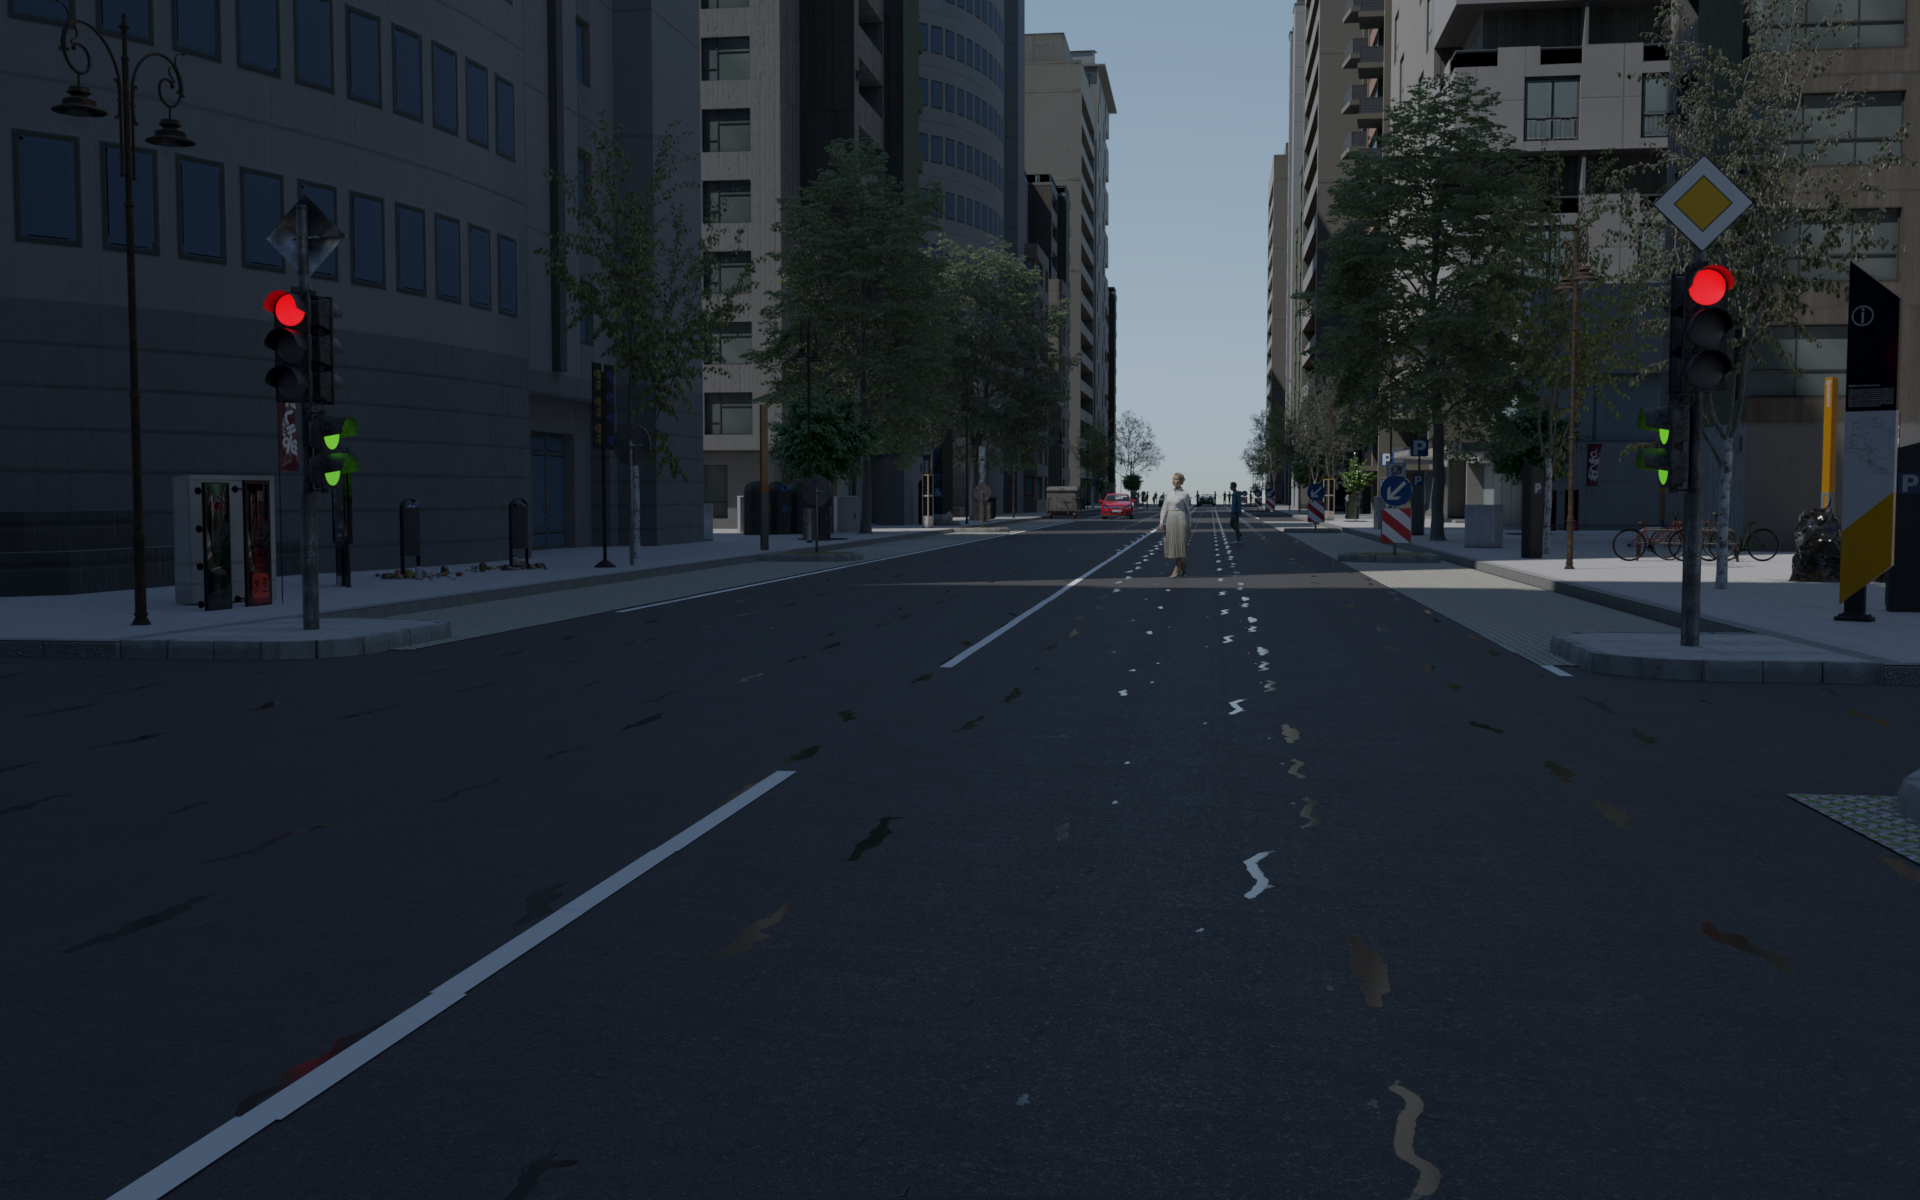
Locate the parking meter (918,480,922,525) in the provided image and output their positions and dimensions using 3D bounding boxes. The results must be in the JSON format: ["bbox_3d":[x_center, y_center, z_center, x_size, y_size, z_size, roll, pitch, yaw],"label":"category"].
[{"bbox_3d":[-1.593,-4.094,72.646,0.255,1.863,0.399,-1,4,-15],"label":"parking meter"}]

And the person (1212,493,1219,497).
[{"bbox_3d":[36.219,-14.474,245.824,1.217,1.739,0.721,1,4,20],"label":"person"}]

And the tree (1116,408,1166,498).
[{"bbox_3d":[24.493,-20.692,248.689,12.009,13.543,11.850,0,3,0],"label":"tree"}]

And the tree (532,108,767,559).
[{"bbox_3d":[-6.162,-5.117,34.022,4.737,8.622,4.395,0,3,0],"label":"tree"}]

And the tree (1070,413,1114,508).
[{"bbox_3d":[12.031,-12.607,156.493,4.360,8.622,3.978,0,3,0],"label":"tree"}]

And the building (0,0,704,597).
[{"bbox_3d":[-19.262,-29.998,32.463,21.231,58.520,28.212,1,4,8],"label":"building"}]

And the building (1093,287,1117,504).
[{"bbox_3d":[13.645,-28.216,233.033,14.160,30.474,14.107,1,4,8],"label":"building"}]

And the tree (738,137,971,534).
[{"bbox_3d":[-3.295,-8.442,56.154,7.486,12.596,7.792,0,3,0],"label":"tree"}]

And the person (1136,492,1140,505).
[{"bbox_3d":[22.554,-12.832,218.976,0.621,1.740,0.551,-1,4,-23],"label":"person"}]

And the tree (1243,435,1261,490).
[{"bbox_3d":[35.321,-15.339,201.149,4.360,8.622,3.978,0,3,0],"label":"tree"}]

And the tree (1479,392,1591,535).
[{"bbox_3d":[18.198,-4.361,55.008,4.285,4.588,4.351,0,3,0],"label":"tree"}]

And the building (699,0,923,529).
[{"bbox_3d":[-9.530,-18.179,68.927,14.160,30.474,14.107,1,4,8],"label":"building"}]

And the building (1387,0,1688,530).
[{"bbox_3d":[33.035,-29.524,71.953,28.713,52.752,27.495,1,4,8],"label":"building"}]

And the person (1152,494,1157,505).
[{"bbox_3d":[25.631,-13.221,227.901,0.697,1.427,0.421,1,4,16],"label":"person"}]

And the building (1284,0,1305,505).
[{"bbox_3d":[49.876,-40.709,207.598,21.231,58.520,28.212,1,4,8],"label":"building"}]

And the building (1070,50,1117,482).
[{"bbox_3d":[4.162,-38.135,212.741,28.713,52.752,27.495,1,4,8],"label":"building"}]

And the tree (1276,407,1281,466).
[{"bbox_3d":[20.884,-9.238,101.408,4.360,8.622,3.978,0,3,0],"label":"tree"}]

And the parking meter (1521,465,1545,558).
[{"bbox_3d":[11.451,-1.768,34.614,0.399,1.863,0.255,-2,4,-29],"label":"parking meter"}]

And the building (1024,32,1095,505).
[{"bbox_3d":[3.202,-34.507,187.890,21.300,48.544,21.600,1,4,8],"label":"building"}]

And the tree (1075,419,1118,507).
[{"bbox_3d":[12.931,-13.277,167.436,4.737,8.622,4.395,0,3,0],"label":"tree"}]

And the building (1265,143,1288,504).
[{"bbox_3d":[52.544,-37.303,233.599,21.300,48.544,21.600,1,4,8],"label":"building"}]

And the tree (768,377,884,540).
[{"bbox_3d":[-3.850,-3.977,48.736,4.285,4.588,4.351,0,3,0],"label":"tree"}]

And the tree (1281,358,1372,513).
[{"bbox_3d":[20.086,-8.730,93.097,4.360,8.622,3.978,0,3,0],"label":"tree"}]

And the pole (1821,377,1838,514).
[{"bbox_3d":[15.233,-2.234,30.362,0.158,3.312,0.155,0,3,0],"label":"pole"}]

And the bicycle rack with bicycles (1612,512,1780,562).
[{"bbox_3d":[14.258,-1.232,33.533,2.925,0.926,2.852,2,4,24],"label":"bicycle rack with bicycles"}]

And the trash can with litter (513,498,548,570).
[{"bbox_3d":[-7.809,-1.124,29.434,1.678,1.210,2.233,1,4,18],"label":"trash can with litter"}]

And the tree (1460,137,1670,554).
[{"bbox_3d":[12.757,-5.279,36.666,4.737,8.622,4.395,0,3,0],"label":"tree"}]

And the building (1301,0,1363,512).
[{"bbox_3d":[38.017,-31.247,134.593,21.300,48.544,21.600,1,4,8],"label":"building"}]

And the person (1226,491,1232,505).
[{"bbox_3d":[36.889,-13.985,237.245,0.705,1.812,1.348,-2,4,-34],"label":"person"}]

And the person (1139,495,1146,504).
[{"bbox_3d":[23.961,-13.323,226.428,1.348,1.812,0.705,2,4,35],"label":"person"}]

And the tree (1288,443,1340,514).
[{"bbox_3d":[22.713,-7.790,111.074,4.285,4.588,4.351,0,3,0],"label":"tree"}]

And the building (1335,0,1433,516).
[{"bbox_3d":[35.754,-27.813,109.359,22.147,44.769,28.867,1,4,8],"label":"building"}]

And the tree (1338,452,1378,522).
[{"bbox_3d":[18.230,-5.234,80.173,1.663,3.219,1.824,0,3,0],"label":"tree"}]

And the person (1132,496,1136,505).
[{"bbox_3d":[20.474,-11.905,203.818,0.551,1.740,0.621,-3,4,-38],"label":"person"}]

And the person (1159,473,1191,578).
[{"bbox_3d":[3.738,-1.282,29.690,0.478,1.798,0.641,3,5,42],"label":"person"}]

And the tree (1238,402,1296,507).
[{"bbox_3d":[31.865,-14.668,174.241,8.767,10.594,7.601,3,4,39],"label":"tree"}]

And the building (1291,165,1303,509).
[{"bbox_3d":[36.874,-23.340,153.314,14.160,30.474,14.107,1,4,8],"label":"building"}]

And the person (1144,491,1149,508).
[{"bbox_3d":[19.153,-10.315,177.979,0.721,1.723,1.217,2,4,23],"label":"person"}]

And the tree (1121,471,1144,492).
[{"bbox_3d":[23.700,-15.547,237.912,4.285,4.588,4.351,0,3,0],"label":"tree"}]

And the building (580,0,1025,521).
[{"bbox_3d":[-7.957,-34.507,106.194,21.231,58.520,28.212,1,4,8],"label":"building"}]

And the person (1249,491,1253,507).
[{"bbox_3d":[32.023,-11.133,190.528,0.705,1.824,1.348,0,4,-1],"label":"person"}]

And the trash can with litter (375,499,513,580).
[{"bbox_3d":[-8.226,-0.964,26.814,1.678,1.210,2.233,1,4,10],"label":"trash can with litter"}]

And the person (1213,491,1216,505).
[{"bbox_3d":[32.934,-13.174,223.862,0.705,1.831,1.348,0,4,0],"label":"person"}]

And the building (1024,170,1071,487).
[{"bbox_3d":[2.383,-23.534,156.484,14.160,30.474,14.107,1,4,8],"label":"building"}]

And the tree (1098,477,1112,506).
[{"bbox_3d":[15.728,-12.011,190.988,1.663,3.219,1.824,0,3,0],"label":"tree"}]

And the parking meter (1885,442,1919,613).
[{"bbox_3d":[10.288,-0.804,18.851,0.399,1.863,0.255,1,4,20],"label":"parking meter"}]

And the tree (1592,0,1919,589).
[{"bbox_3d":[10.457,-4.464,23.351,4.360,8.622,3.978,0,3,0],"label":"tree"}]

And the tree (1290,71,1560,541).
[{"bbox_3d":[12.819,-7.911,47.466,7.486,12.596,7.792,0,3,0],"label":"tree"}]

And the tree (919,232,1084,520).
[{"bbox_3d":[0.859,-10.902,84.903,9.857,13.997,8.962,0,3,0],"label":"tree"}]

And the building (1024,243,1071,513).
[{"bbox_3d":[-6.286,-17.788,135.880,27.650,21.520,28.899,1,4,8],"label":"building"}]

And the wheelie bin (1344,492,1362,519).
[{"bbox_3d":[20.105,-4.931,88.526,0.693,1.594,0.980,3,5,40],"label":"wheelie bin"}]

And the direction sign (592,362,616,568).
[{"bbox_3d":[-6.208,-2.336,30.192,0.379,3.537,0.876,1,4,11],"label":"direction sign"}]

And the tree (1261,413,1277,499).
[{"bbox_3d":[23.228,-10.342,119.459,4.360,8.622,3.978,0,3,0],"label":"tree"}]

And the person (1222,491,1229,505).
[{"bbox_3d":[34.056,-13.114,222.924,1.348,1.822,0.705,3,4,37],"label":"person"}]

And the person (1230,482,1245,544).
[{"bbox_3d":[7.997,-2.517,49.992,0.444,1.785,0.601,1,4,9],"label":"person"}]

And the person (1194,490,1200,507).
[{"bbox_3d":[25.884,-11.037,188.939,0.705,1.826,1.348,2,4,35],"label":"person"}]

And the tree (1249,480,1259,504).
[{"bbox_3d":[40.020,-14.742,235.633,1.663,3.219,1.824,0,3,0],"label":"tree"}]

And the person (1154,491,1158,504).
[{"bbox_3d":[28.133,-14.680,248.390,0.709,1.838,0.599,2,4,28],"label":"person"}]

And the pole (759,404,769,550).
[{"bbox_3d":[-4.470,-2.793,39.515,0.158,3.312,0.155,0,3,0],"label":"pole"}]

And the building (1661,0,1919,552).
[{"bbox_3d":[25.436,-16.629,43.590,14.160,30.474,14.107,1,4,8],"label":"building"}]
